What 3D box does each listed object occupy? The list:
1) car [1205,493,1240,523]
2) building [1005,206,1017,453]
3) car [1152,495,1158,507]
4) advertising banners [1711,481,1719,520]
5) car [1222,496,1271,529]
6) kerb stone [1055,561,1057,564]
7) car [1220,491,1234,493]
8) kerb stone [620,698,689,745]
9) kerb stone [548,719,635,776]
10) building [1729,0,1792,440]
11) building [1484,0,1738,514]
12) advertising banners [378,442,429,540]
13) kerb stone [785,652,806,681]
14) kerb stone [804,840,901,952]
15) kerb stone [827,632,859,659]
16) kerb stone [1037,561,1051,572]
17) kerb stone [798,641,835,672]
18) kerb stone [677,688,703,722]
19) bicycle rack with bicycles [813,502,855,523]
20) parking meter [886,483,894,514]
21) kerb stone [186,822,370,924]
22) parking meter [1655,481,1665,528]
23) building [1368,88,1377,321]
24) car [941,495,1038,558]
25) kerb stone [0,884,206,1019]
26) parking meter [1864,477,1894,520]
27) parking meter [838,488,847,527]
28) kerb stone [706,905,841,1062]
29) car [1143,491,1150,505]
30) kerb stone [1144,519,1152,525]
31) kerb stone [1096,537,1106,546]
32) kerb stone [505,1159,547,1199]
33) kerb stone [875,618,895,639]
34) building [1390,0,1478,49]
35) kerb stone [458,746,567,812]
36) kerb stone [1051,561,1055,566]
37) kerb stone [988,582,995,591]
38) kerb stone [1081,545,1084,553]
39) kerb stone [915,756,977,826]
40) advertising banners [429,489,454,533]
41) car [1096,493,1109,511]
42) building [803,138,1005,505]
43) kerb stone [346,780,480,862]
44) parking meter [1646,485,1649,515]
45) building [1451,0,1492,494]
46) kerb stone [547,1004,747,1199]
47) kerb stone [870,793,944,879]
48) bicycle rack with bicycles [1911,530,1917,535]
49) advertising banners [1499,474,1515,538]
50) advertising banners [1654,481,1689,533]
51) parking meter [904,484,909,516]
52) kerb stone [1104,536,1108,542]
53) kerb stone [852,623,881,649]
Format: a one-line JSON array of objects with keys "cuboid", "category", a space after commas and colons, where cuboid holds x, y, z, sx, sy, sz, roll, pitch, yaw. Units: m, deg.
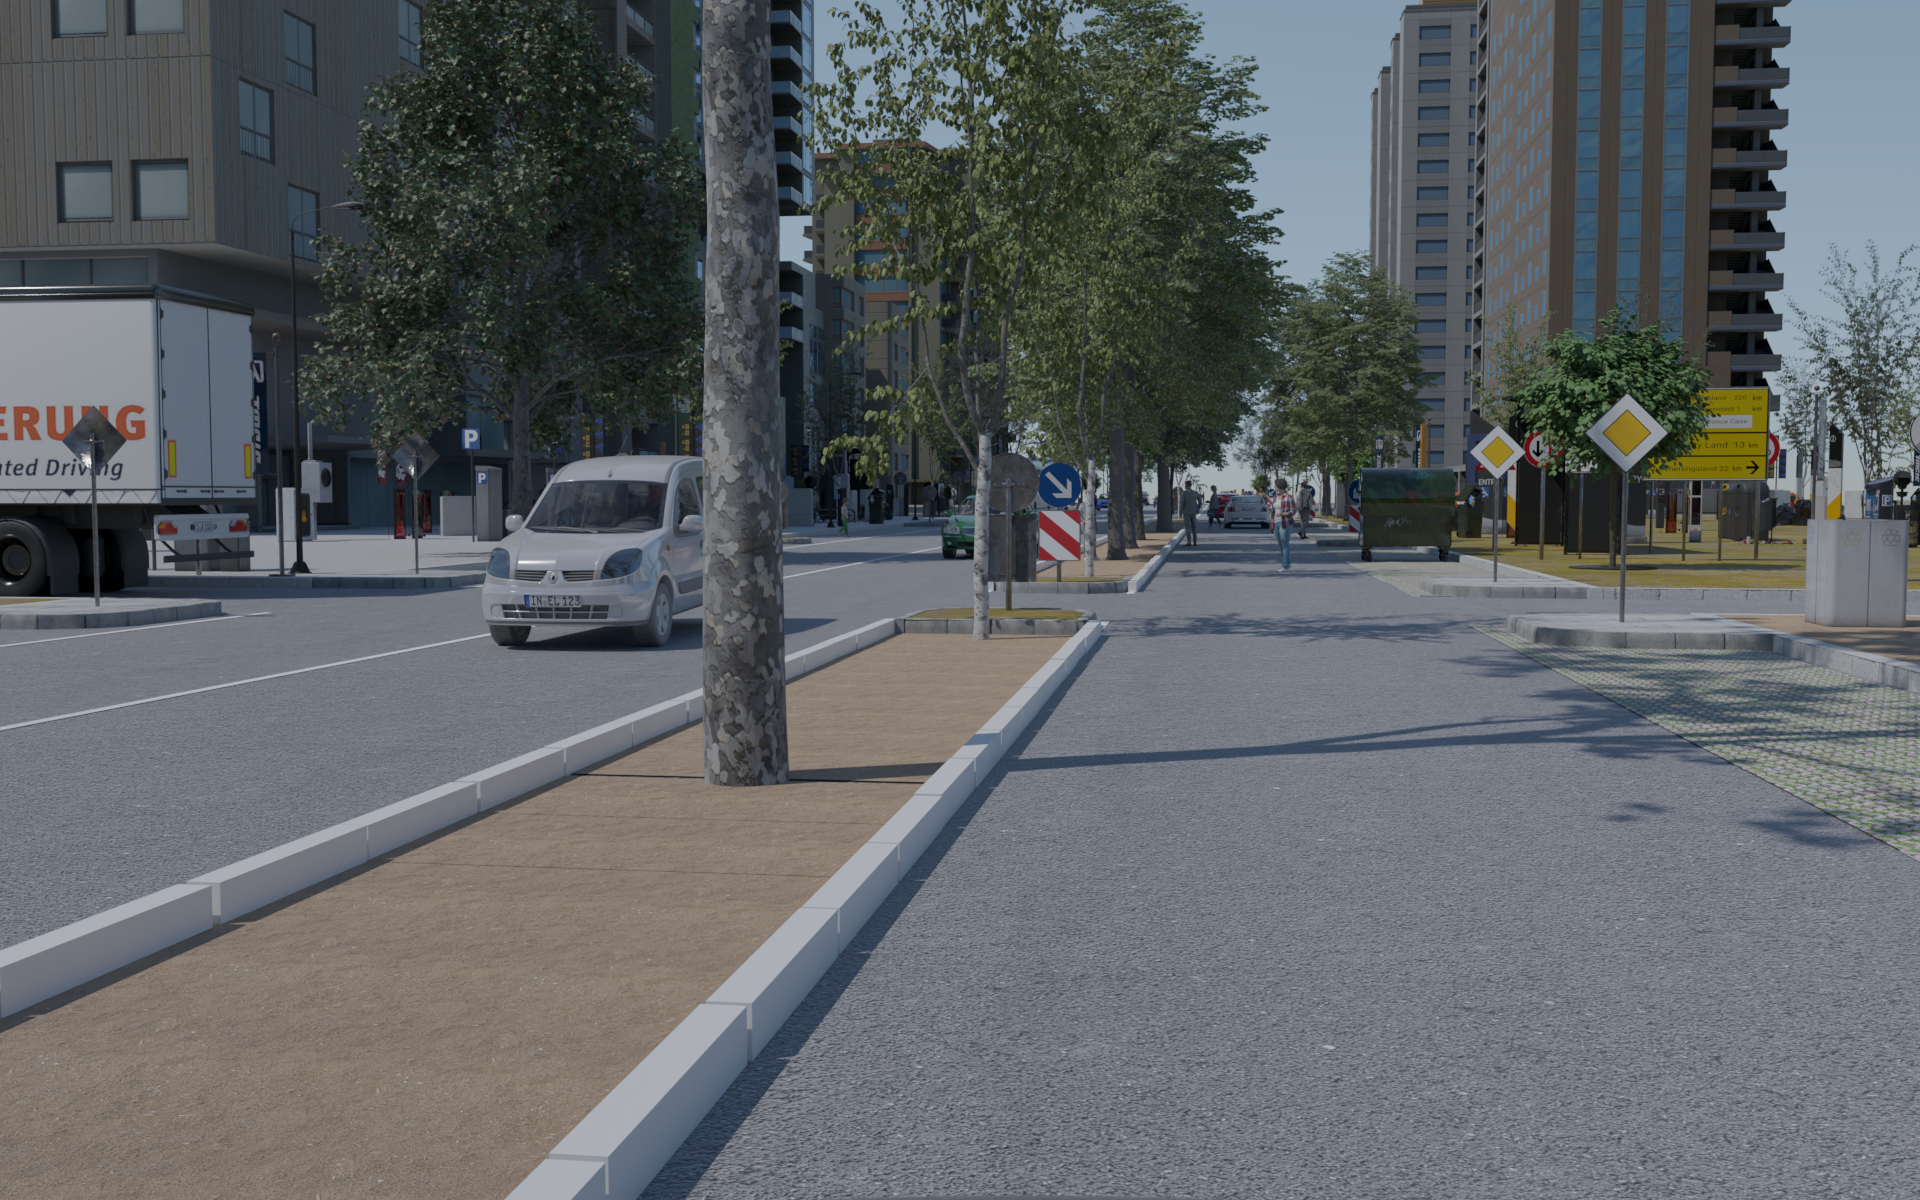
[{"cuboid": [13.431, -4.786, 87.284, 2.155, 1.783, 4.494, 0, 4, 8], "category": "car"}, {"cuboid": [-3.663, -36.083, 244.576, 22.147, 44.769, 28.867, 1, 4, 8], "category": "building"}, {"cuboid": [21.769, -10.688, 187.329, 1.945, 1.354, 3.894, 0, 4, 7], "category": "car"}, {"cuboid": [38.049, -5.536, 86.703, 2.074, 3.025, 0.090, -3, 5, -40], "category": "advertising banners"}, {"cuboid": [12.102, -3.717, 73.140, 2.083, 1.381, 4.827, 0, 4, 8], "category": "car"}, {"cuboid": [1.879, -0.796, 35.207, 0.120, 0.150, 1.000, 1, 4, 8], "category": "kerb stone"}, {"cuboid": [29.033, -10.996, 188.449, 2.281, 1.827, 5.304, 0, 4, 7], "category": "car"}, {"cuboid": [-1.831, 0.731, 10.276, 0.120, 0.150, 1.000, 1, 4, 8], "category": "kerb stone"}, {"cuboid": [-1.979, 0.791, 9.264, 0.120, 0.150, 1.000, 1, 4, 8], "category": "kerb stone"}, {"cuboid": [44.994, -28.412, 114.652, 14.600, 45.320, 14.200, 1, 4, 8], "category": "building"}, {"cuboid": [47.447, -29.266, 128.617, 14.600, 45.320, 14.200, 1, 4, 8], "category": "building"}, {"cuboid": [-15.926, -3.245, 49.237, 0.090, 3.025, 2.074, 1, 4, 22], "category": "advertising banners"}, {"cuboid": [-1.377, 0.543, 13.311, 0.120, 0.150, 1.000, 1, 4, 8], "category": "kerb stone"}, {"cuboid": [-0.360, 1.001, 5.889, 0.120, 0.150, 1.000, 1, 4, 8], "category": "kerb stone"}, {"cuboid": [-1.083, 0.420, 15.336, 0.120, 0.150, 1.000, 1, 4, 8], "category": "kerb stone"}, {"cuboid": [1.580, -0.670, 33.181, 0.120, 0.150, 1.000, 1, 4, 8], "category": "kerb stone"}, {"cuboid": [-1.224, 0.482, 14.322, 0.120, 0.150, 1.000, 1, 4, 8], "category": "kerb stone"}, {"cuboid": [-1.672, 0.668, 11.286, 0.120, 0.150, 1.000, 1, 4, 8], "category": "kerb stone"}, {"cuboid": [-5.880, -3.870, 76.661, 2.925, 0.926, 2.852, -1, 4, -14], "category": "bicycle rack with bicycles"}, {"cuboid": [-3.836, -5.477, 95.266, 0.399, 1.863, 0.255, 0, 4, 8], "category": "parking meter"}, {"cuboid": [-2.429, 0.977, 6.223, 0.120, 0.150, 1.000, 1, 4, 8], "category": "kerb stone"}, {"cuboid": [26.210, -3.615, 64.816, 0.255, 1.863, 0.399, 1, 4, 12], "category": "parking meter"}, {"cuboid": [67.061, -42.604, 238.573, 21.231, 58.520, 28.212, 1, 4, 8], "category": "building"}, {"cuboid": [0.786, -1.726, 40.026, 2.131, 1.459, 4.920, 1, 4, 10], "category": "car"}, {"cuboid": [-2.585, 1.040, 5.196, 0.120, 0.150, 1.000, 1, 4, 8], "category": "kerb stone"}, {"cuboid": [13.483, -1.041, 25.432, 0.372, 1.533, 0.369, 0, 3, 0], "category": "parking meter"}, {"cuboid": [-4.656, -3.676, 68.506, 0.372, 1.533, 0.369, 0, 3, 0], "category": "parking meter"}, {"cuboid": [-0.510, 1.060, 4.870, 0.120, 0.150, 1.000, 1, 4, 8], "category": "kerb stone"}, {"cuboid": [22.970, -12.931, 220.090, 2.281, 1.827, 5.304, 1, 4, 10], "category": "car"}, {"cuboid": [9.099, -3.770, 83.837, 0.120, 0.150, 1.000, 1, 4, 8], "category": "kerb stone"}, {"cuboid": [3.988, -1.663, 49.387, 0.120, 0.150, 1.000, 1, 4, 8], "category": "kerb stone"}, {"cuboid": [-0.813, 1.184, 2.843, 0.120, 0.150, 1.000, 1, 4, 8], "category": "kerb stone"}, {"cuboid": [-0.781, 0.296, 17.363, 0.120, 0.150, 1.000, 1, 4, 8], "category": "kerb stone"}, {"cuboid": [62.826, -40.886, 210.492, 21.231, 58.520, 28.212, 1, 4, 8], "category": "building"}, {"cuboid": [-2.131, 0.855, 8.250, 0.120, 0.150, 1.000, 1, 4, 8], "category": "kerb stone"}, {"cuboid": [1.719, -0.733, 34.198, 0.120, 0.150, 1.000, 1, 4, 8], "category": "kerb stone"}, {"cuboid": [0.509, -0.236, 26.059, 0.120, 0.150, 1.000, 1, 4, 8], "category": "kerb stone"}, {"cuboid": [3.235, -1.351, 44.333, 0.120, 0.150, 1.000, 1, 4, 8], "category": "kerb stone"}, {"cuboid": [-0.064, 0.875, 7.912, 0.120, 0.150, 1.000, 1, 4, 8], "category": "kerb stone"}, {"cuboid": [-17.628, -3.721, 57.020, 2.074, 3.025, 0.090, 0, 4, -7], "category": "advertising banners"}, {"cuboid": [12.763, -8.622, 150.554, 1.945, 1.707, 3.694, 0, 4, 8], "category": "car"}, {"cuboid": [-7.447, -34.335, 216.008, 22.147, 44.769, 28.867, 1, 4, 8], "category": "building"}, {"cuboid": [-2.286, 0.919, 7.236, 0.120, 0.150, 1.000, 1, 4, 8], "category": "kerb stone"}, {"cuboid": [38.316, -5.551, 96.475, 0.399, 1.863, 0.255, 2, 4, 31], "category": "parking meter"}, {"cuboid": [52.916, -43.220, 144.899, 20.563, 71.187, 20.611, 1, 4, 8], "category": "building"}, {"cuboid": [-0.667, 1.122, 3.859, 0.120, 0.150, 1.000, 1, 4, 8], "category": "kerb stone"}, {"cuboid": [-0.210, 0.941, 6.901, 0.120, 0.150, 1.000, 1, 4, 8], "category": "kerb stone"}, {"cuboid": [30.990, -2.435, 53.193, 2.852, 0.926, 2.925, 0, 4, -7], "category": "bicycle rack with bicycles"}, {"cuboid": [16.087, -3.316, 50.402, 2.074, 3.025, 0.090, -3, 5, -40], "category": "advertising banners"}, {"cuboid": [23.403, -3.711, 56.870, 2.074, 3.025, 0.090, -2, 4, -27], "category": "advertising banners"}, {"cuboid": [-3.118, -5.788, 100.340, 0.255, 1.863, 0.399, -1, 4, -8], "category": "parking meter"}, {"cuboid": [4.127, -1.722, 50.401, 0.120, 0.150, 1.000, 1, 4, 8], "category": "kerb stone"}, {"cuboid": [-0.924, 0.358, 16.350, 0.120, 0.150, 1.000, 1, 4, 8], "category": "kerb stone"}]
